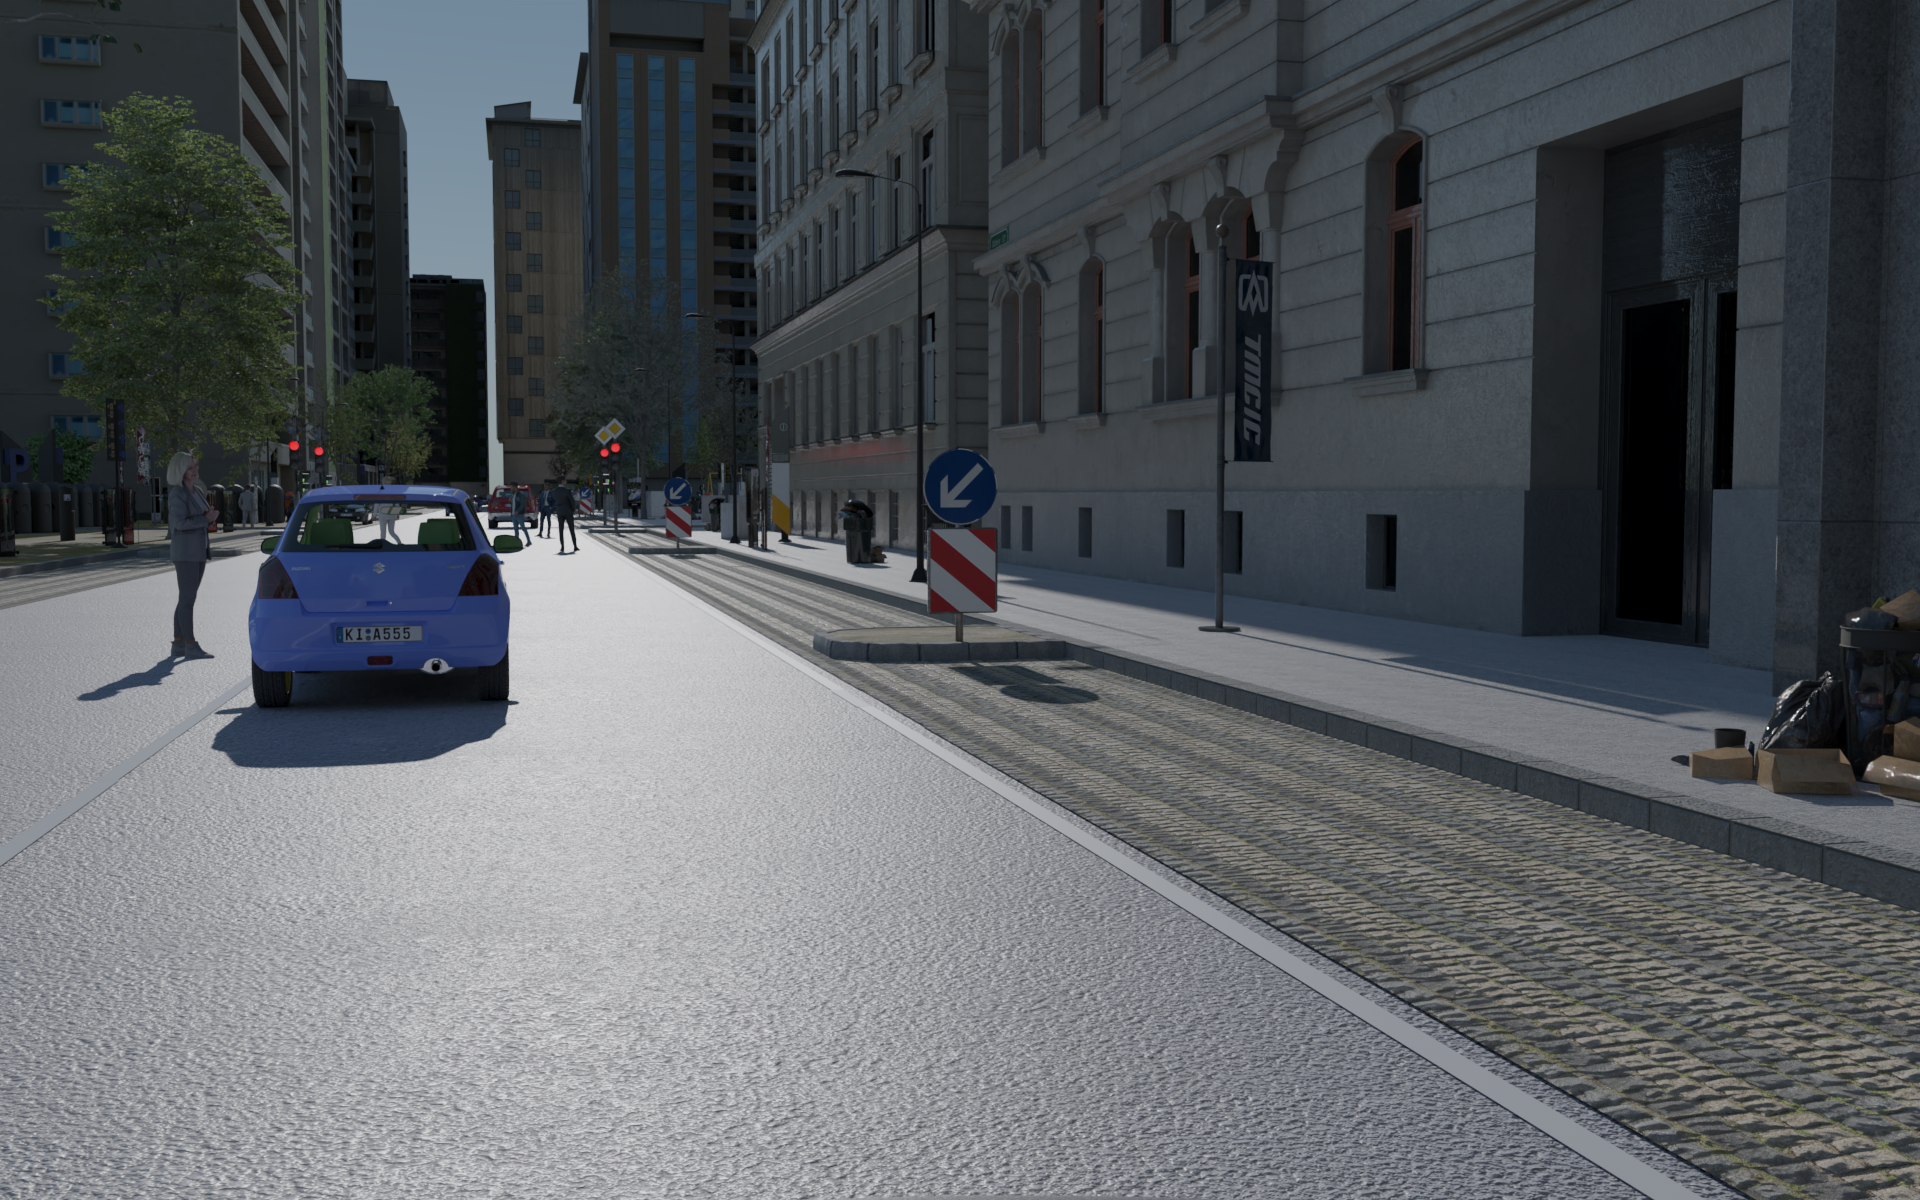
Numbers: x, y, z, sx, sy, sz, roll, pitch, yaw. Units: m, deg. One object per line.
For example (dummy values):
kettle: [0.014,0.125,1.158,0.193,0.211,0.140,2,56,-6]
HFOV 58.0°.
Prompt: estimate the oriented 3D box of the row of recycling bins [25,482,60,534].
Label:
row of recycling bins: [-30.606,-3.033,56.710,1.069,1.692,3.534,1,4,10]

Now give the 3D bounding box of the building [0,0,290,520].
building: [-48.262,-28.655,92.206,21.300,48.544,21.600,-1,4,-14]

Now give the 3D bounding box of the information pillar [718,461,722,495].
information pillar: [-17.216,-8.123,124.170,0.183,3.616,0.504,-2,4,-31]

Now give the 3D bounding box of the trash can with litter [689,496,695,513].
trash can with litter: [-17.108,-6.215,113.001,1.055,1.170,0.624,-3,5,-39]

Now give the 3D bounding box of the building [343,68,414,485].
building: [-74.581,-35.148,198.375,21.600,48.544,21.300,-1,4,-14]

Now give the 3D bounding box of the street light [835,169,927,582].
street light: [-1.106,-3.211,25.047,1.470,5.913,1.316,-1,4,-14]

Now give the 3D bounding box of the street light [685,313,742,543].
street light: [-6.380,-4.420,44.809,1.470,5.913,1.316,-1,4,-14]

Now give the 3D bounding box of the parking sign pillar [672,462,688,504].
parking sign pillar: [-23.416,-9.569,144.927,1.447,3.967,1.447,2,4,24]

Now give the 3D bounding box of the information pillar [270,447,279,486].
information pillar: [-34.418,-5.852,87.035,0.504,3.616,0.183,2,4,30]

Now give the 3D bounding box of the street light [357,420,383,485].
street light: [-37.111,-8.312,108.438,1.470,5.913,1.316,-1,4,-14]

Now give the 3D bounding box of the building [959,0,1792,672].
building: [9.207,-14.440,23.481,14.401,28.519,23.554,-1,4,-14]

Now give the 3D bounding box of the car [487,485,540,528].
car: [-19.064,-3.994,73.979,2.281,1.827,5.304,-1,4,-13]

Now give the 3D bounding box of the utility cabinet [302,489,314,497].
utility cabinet: [-31.244,-4.561,83.246,0.318,1.500,1.173,-3,5,-43]

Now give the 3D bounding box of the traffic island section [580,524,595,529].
traffic island section: [-14.698,-3.031,71.840,2.009,0.180,2.903,-1,4,-14]

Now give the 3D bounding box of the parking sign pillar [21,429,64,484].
parking sign pillar: [-37.843,-5.115,72.107,1.447,3.967,1.447,3,4,37]

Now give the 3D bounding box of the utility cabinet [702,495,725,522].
utility cabinet: [-11.186,-4.122,78.556,1.020,1.237,0.306,-1,4,-18]

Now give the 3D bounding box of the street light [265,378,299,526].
street light: [-27.051,-5.908,69.137,1.470,5.913,1.316,-1,4,-14]

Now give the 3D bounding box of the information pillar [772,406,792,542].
information pillar: [-4.766,-3.357,46.247,0.504,3.616,0.183,0,4,8]

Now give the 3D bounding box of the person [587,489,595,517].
person: [-20.925,-5.427,98.231,0.512,1.701,0.522,1,4,12]

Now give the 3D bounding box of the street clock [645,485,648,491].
street clock: [-25.980,-8.470,143.047,0.358,2.002,0.471,2,4,31]

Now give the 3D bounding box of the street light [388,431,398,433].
street light: [-42.304,-9.518,128.166,1.470,5.913,1.316,-1,4,-14]

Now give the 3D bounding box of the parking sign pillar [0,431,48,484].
parking sign pillar: [-40.437,-5.247,74.259,1.447,3.967,1.447,1,4,17]

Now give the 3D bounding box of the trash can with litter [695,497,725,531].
trash can with litter: [-8.531,-2.959,59.768,0.624,1.170,1.055,-2,4,-34]

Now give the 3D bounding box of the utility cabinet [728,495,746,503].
utility cabinet: [-11.874,-4.982,92.613,1.020,1.237,0.306,-2,4,-29]

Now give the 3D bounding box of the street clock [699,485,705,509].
street clock: [-21.419,-8.523,143.928,0.358,2.002,0.471,2,4,32]

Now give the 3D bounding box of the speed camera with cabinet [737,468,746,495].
speed camera with cabinet: [-16.238,-8.358,130.996,0.660,3.252,2.038,2,4,33]

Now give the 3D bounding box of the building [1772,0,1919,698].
building: [13.431,-11.258,2.095,12.078,24.808,19.932,-1,4,-14]

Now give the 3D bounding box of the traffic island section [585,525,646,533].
traffic island section: [-12.709,-2.558,64.105,2.009,0.180,2.903,-1,4,-14]

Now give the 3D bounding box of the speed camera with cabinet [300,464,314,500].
speed camera with cabinet: [-42.794,-7.248,112.847,0.660,3.252,2.038,3,4,38]

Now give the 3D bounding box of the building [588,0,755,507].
building: [-27.167,-38.869,177.509,21.231,58.520,28.212,-1,4,-14]

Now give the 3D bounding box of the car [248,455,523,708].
car: [-4.286,-0.213,13.075,1.945,1.707,3.694,-1,4,-16]

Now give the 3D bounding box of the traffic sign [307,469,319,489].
traffic sign: [-31.496,-5.182,84.729,0.884,2.594,0.081,-1,4,-8]

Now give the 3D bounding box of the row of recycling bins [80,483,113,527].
row of recycling bins: [-34.067,-3.694,67.517,1.069,1.692,3.534,0,4,2]

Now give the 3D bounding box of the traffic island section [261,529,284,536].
traffic island section: [-23.502,-2.389,61.346,2.009,0.180,2.903,-1,4,-14]

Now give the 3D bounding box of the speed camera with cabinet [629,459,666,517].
speed camera with cabinet: [-17.558,-6.293,97.219,2.038,3.252,0.660,-3,5,-41]

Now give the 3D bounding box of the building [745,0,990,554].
building: [3.236,-13.270,50.248,16.112,22.955,30.059,-1,4,-14]

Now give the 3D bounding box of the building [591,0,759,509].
building: [-25.536,-30.916,155.594,14.600,45.320,14.200,-1,4,-14]

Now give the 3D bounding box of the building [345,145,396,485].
building: [-72.610,-29.182,169.001,32.217,40.220,23.993,-1,4,-14]

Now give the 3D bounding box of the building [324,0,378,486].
building: [-61.209,-43.354,147.094,20.563,71.187,20.611,-1,4,-14]

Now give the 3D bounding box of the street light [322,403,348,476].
street light: [-31.995,-7.102,88.663,1.470,5.913,1.316,-1,4,-14]

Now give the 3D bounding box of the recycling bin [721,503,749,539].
recycling bin: [-6.339,-2.256,49.439,0.722,1.027,0.722,3,4,37]

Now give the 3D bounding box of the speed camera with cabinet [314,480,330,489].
speed camera with cabinet: [-40.041,-7.069,109.910,2.038,3.252,0.660,3,5,44]

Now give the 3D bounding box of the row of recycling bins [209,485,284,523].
row of recycling bins: [-31.572,-4.246,76.540,3.534,1.692,1.069,0,4,8]

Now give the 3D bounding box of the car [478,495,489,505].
car: [-54.615,-11.398,198.929,1.945,1.354,3.894,-1,4,-13]

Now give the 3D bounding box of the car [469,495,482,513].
car: [-37.746,-7.382,133.277,1.945,1.354,3.894,-1,4,-13]

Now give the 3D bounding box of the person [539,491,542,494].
person: [-46.205,-11.163,191.035,1.348,1.821,0.705,0,4,-8]

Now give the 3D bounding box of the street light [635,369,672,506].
street light: [-11.338,-5.614,64.332,1.470,5.913,1.316,-1,4,-14]

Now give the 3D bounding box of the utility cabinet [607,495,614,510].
utility cabinet: [-28.070,-7.815,138.930,1.020,1.237,0.306,0,4,-8]

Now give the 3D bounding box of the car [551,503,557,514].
car: [-29.100,-6.980,126.708,1.945,1.354,3.894,-1,4,-15]

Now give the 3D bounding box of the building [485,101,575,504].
building: [-51.570,-39.954,242.485,27.495,52.752,28.713,-1,4,-14]

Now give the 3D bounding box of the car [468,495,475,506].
car: [-32.516,-6.147,112.508,2.014,1.417,4.499,-1,4,-15]

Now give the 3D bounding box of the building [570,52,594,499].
building: [-30.776,-37.773,206.825,28.713,52.752,27.495,-1,4,-14]

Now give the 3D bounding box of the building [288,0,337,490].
building: [-51.129,-26.589,118.325,14.154,41.232,14.086,-1,4,-14]

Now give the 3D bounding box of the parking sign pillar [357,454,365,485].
parking sign pillar: [-40.637,-7.890,117.470,1.447,3.967,1.447,-1,4,-22]

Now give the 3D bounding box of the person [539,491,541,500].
person: [-43.636,-10.425,179.744,0.721,1.735,1.217,0,4,5]

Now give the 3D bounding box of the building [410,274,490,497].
building: [-70.227,-28.090,230.977,14.107,30.474,14.160,-1,4,-14]

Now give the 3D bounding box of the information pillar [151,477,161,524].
information pillar: [-35.052,-4.343,75.494,0.304,2.012,0.304,-3,5,-44]

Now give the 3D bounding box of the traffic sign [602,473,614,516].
traffic sign: [-20.695,-6.250,102.188,0.884,2.594,0.081,-1,4,-12]

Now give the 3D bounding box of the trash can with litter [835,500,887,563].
trash can with litter: [-1.818,-1.276,32.251,0.624,1.170,1.055,2,4,26]

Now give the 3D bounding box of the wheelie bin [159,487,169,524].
wheelie bin: [-34.103,-4.100,74.943,0.980,1.594,0.693,-2,4,-28]
